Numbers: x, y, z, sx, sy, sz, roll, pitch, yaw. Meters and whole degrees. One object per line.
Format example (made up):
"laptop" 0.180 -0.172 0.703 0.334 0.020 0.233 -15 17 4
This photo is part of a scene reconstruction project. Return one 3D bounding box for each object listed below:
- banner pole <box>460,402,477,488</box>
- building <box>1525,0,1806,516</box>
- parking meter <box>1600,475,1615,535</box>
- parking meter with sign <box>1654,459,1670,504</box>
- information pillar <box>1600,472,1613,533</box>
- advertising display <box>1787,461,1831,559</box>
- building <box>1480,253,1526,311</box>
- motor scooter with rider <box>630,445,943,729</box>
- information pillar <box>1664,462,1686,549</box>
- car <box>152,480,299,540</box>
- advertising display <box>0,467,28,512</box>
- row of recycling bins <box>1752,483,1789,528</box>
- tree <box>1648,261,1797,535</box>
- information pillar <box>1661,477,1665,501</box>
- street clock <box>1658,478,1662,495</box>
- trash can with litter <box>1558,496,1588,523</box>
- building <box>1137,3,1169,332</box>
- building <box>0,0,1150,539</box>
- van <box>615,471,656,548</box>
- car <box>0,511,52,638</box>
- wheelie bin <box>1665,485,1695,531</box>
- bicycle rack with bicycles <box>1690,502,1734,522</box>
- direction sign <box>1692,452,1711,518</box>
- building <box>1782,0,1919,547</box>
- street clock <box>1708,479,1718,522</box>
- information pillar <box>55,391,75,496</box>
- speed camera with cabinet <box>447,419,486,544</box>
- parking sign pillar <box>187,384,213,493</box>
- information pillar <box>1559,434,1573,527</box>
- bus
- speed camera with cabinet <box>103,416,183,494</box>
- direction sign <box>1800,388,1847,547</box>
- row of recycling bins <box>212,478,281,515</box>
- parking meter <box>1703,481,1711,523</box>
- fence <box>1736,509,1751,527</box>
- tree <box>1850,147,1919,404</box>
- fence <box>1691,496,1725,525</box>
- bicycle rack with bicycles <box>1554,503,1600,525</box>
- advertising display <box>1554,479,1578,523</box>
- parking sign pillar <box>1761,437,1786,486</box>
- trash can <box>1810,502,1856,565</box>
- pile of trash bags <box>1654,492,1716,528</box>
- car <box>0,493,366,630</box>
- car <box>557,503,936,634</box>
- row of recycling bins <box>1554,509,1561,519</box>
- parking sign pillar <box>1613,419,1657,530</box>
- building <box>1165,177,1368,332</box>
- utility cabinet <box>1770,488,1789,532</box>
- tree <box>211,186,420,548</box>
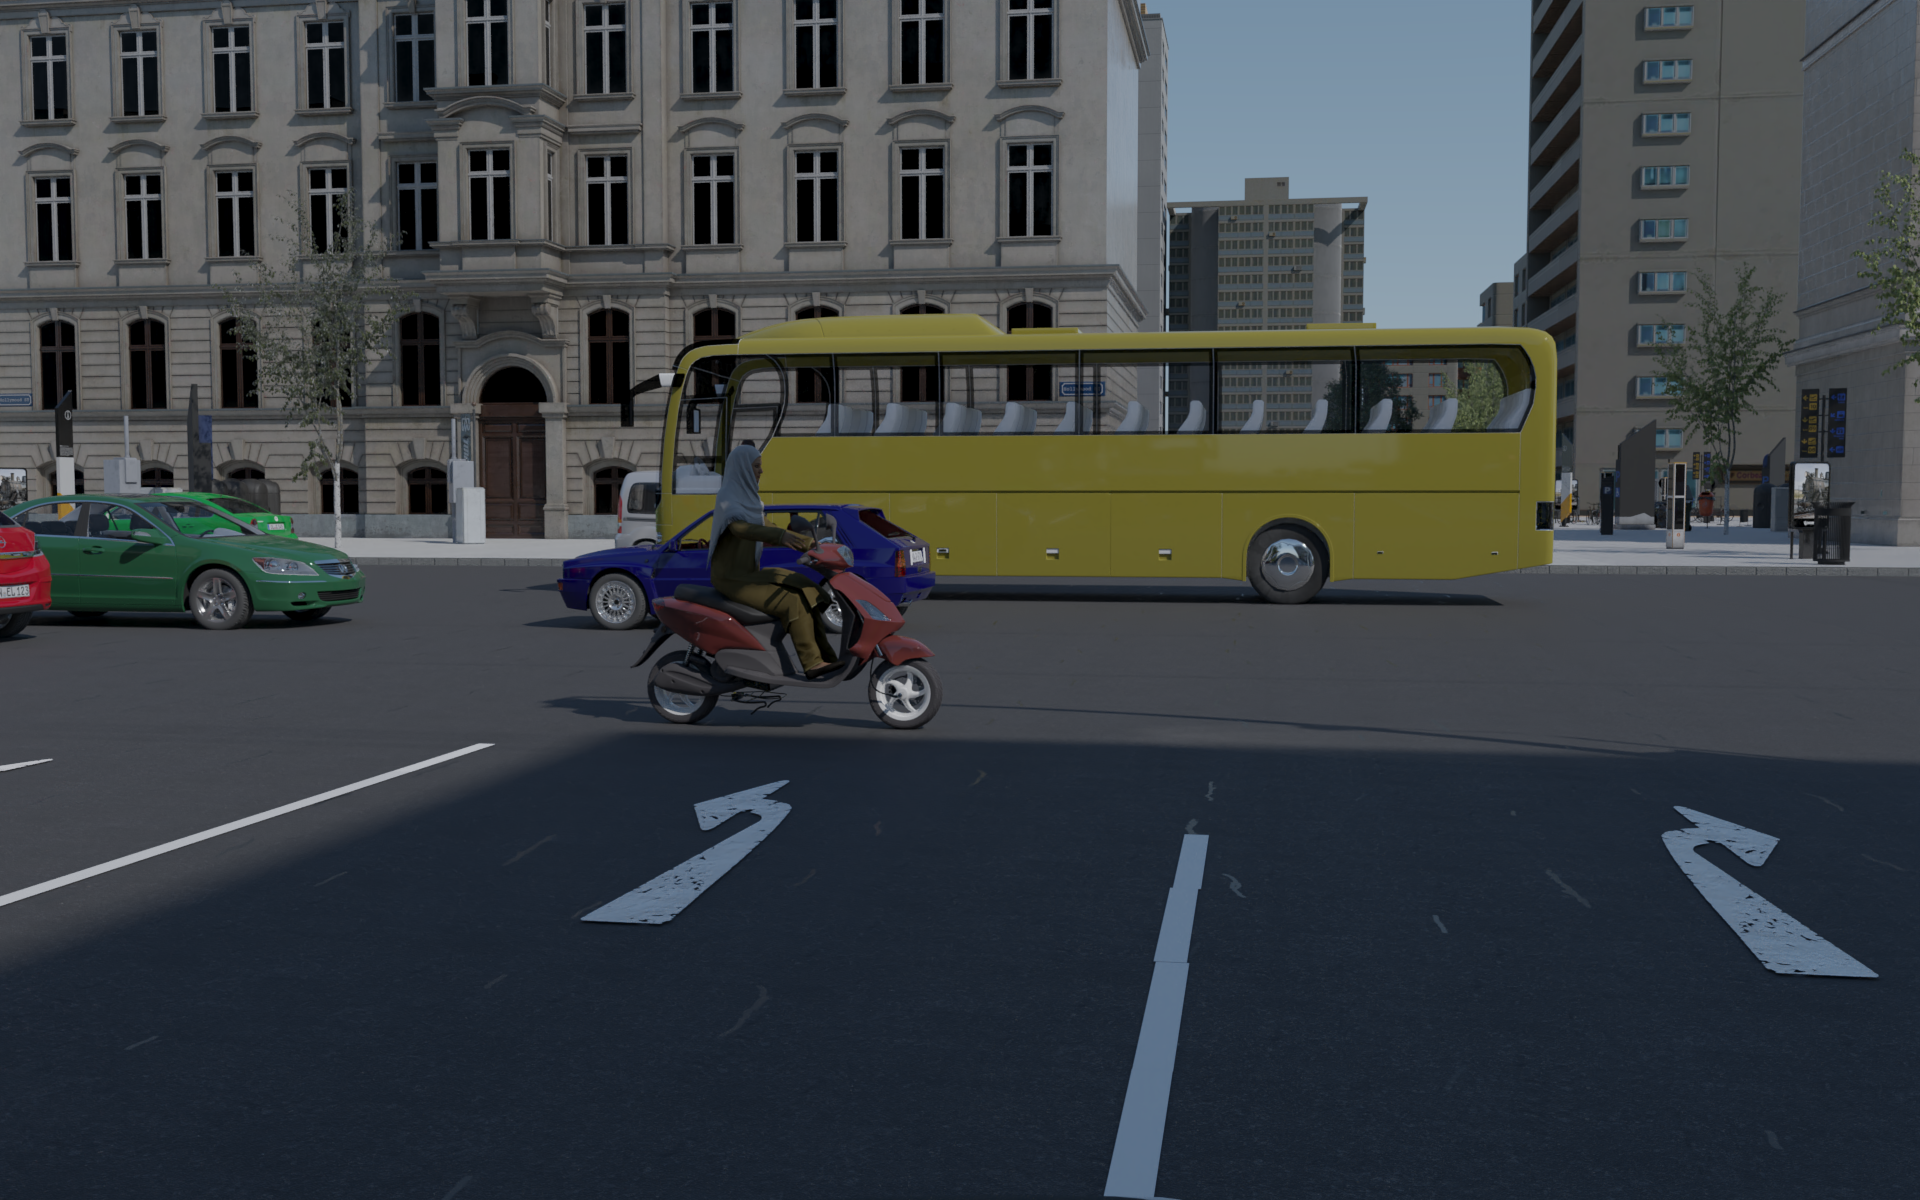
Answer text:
"banner pole" -13.373 -3.501 47.261 0.863 3.779 0.401 3 5 40
"building" 48.366 -29.668 108.773 21.300 48.544 21.600 1 4 10
"parking meter" 20.298 -2.974 54.339 0.399 1.863 0.255 2 4 26
"parking meter with sign" 34.236 -5.481 85.877 1.738 3.016 0.543 1 4 22
"information pillar" 21.437 -3.238 57.439 0.304 2.012 0.304 0 4 -3
"advertising display" 16.775 -1.774 34.225 0.974 1.923 0.123 -1 4 -21
"building" 56.164 -17.665 133.863 27.650 21.520 28.899 1 4 10
"motor scooter with rider" -1.087 -0.102 10.635 1.986 1.779 0.876 1 4 10
"information pillar" 16.690 -2.194 40.369 0.304 2.012 0.304 0 4 -6
"car" -15.046 -1.475 32.921 4.718 1.807 1.959 1 4 10
"advertising display" -22.996 -2.238 41.812 0.123 1.923 0.974 2 4 31
"row of recycling bins" 31.662 -3.567 65.434 3.534 1.692 1.069 -1 4 -13
"tree" 23.958 -6.369 54.498 4.737 8.622 4.395 0 3 0
"information pillar" 31.084 -4.388 76.236 0.304 2.012 0.304 0 4 -3
"street clock" 31.476 -4.455 77.409 0.358 2.002 0.471 -3 4 -37
"trash can with litter" 27.626 -4.124 78.488 2.233 1.210 1.678 -3 5 -42
"building" 11.266 -41.106 214.077 28.212 58.520 21.231 1 4 10
"building" -11.783 -14.379 54.184 34.723 24.649 14.460 1 4 10
"van" -4.019 -1.459 30.868 4.112 2.044 2.013 1 4 11
"car" -11.184 -0.473 16.779 4.494 1.783 2.155 1 4 10
"wheelie bin" 24.735 -3.163 59.619 0.980 1.594 0.693 0 4 -5
"bicycle rack with bicycles" 33.565 -4.033 79.323 2.925 0.926 2.852 3 5 42
"direction sign" 39.796 -6.178 93.008 0.876 3.537 0.379 2 4 26
"building" 24.869 -11.907 45.587 40.483 20.767 10.553 1 4 10
"street clock" 35.170 -4.677 81.035 0.358 2.002 0.471 -2 4 -34
"information pillar" -20.233 -2.926 39.192 0.183 3.616 0.504 1 4 10
"speed camera with cabinet" -12.850 -3.104 45.085 0.660 3.252 2.038 -2 4 -26
"parking sign pillar" -18.888 -3.336 43.020 1.447 3.967 1.447 -2 4 -29
"information pillar" 23.600 -4.651 67.395 0.183 3.616 0.504 -2 4 -25
"bus" 1.652 -1.980 23.919 12.252 3.916 2.896 1 4 10
"speed camera with cabinet" -21.020 -3.074 44.600 0.660 3.252 2.038 1 4 21
"direction sign" 18.522 -2.766 37.219 0.876 3.537 0.379 2 4 32
"row of recycling bins" -19.305 -2.407 46.466 1.069 1.692 3.534 0 4 7
"parking meter" 32.954 -4.322 76.380 0.255 1.863 0.399 1 4 15
"fence" 31.102 -3.261 68.697 0.278 0.683 2.069 2 4 33
"tree" 19.791 -5.132 34.277 4.737 8.622 4.395 0 3 0
"fence" 30.666 -3.737 72.304 2.264 1.192 0.480 3 5 40
"bicycle rack with bicycles" 26.299 -3.648 73.031 2.852 0.926 2.925 3 5 41
"advertising display" 26.491 -4.311 75.703 0.974 1.923 0.123 1 4 12
"parking sign pillar" 38.622 -5.736 82.261 1.447 3.967 1.447 -2 4 -34
"trash can" 15.853 -1.213 31.480 0.748 1.137 0.748 0 3 0
"pile of trash bags" 26.633 -3.396 65.282 3.447 1.369 1.912 2 4 35
"car" -9.073 -0.461 19.333 4.920 1.459 2.131 1 4 11
"car" -2.284 -0.376 18.730 3.894 1.354 1.945 1 4 11
"row of recycling bins" 28.969 -4.942 87.916 3.534 1.692 1.069 -1 4 -10
"parking sign pillar" 24.448 -4.540 62.706 1.447 3.967 1.447 0 4 -4
"building" 37.861 -32.011 215.259 23.993 40.220 32.217 1 4 10
"utility cabinet" 28.002 -3.042 58.409 1.173 1.500 0.318 0 4 -2
"tree" -14.986 -5.530 40.778 4.360 8.622 3.978 0 3 0
